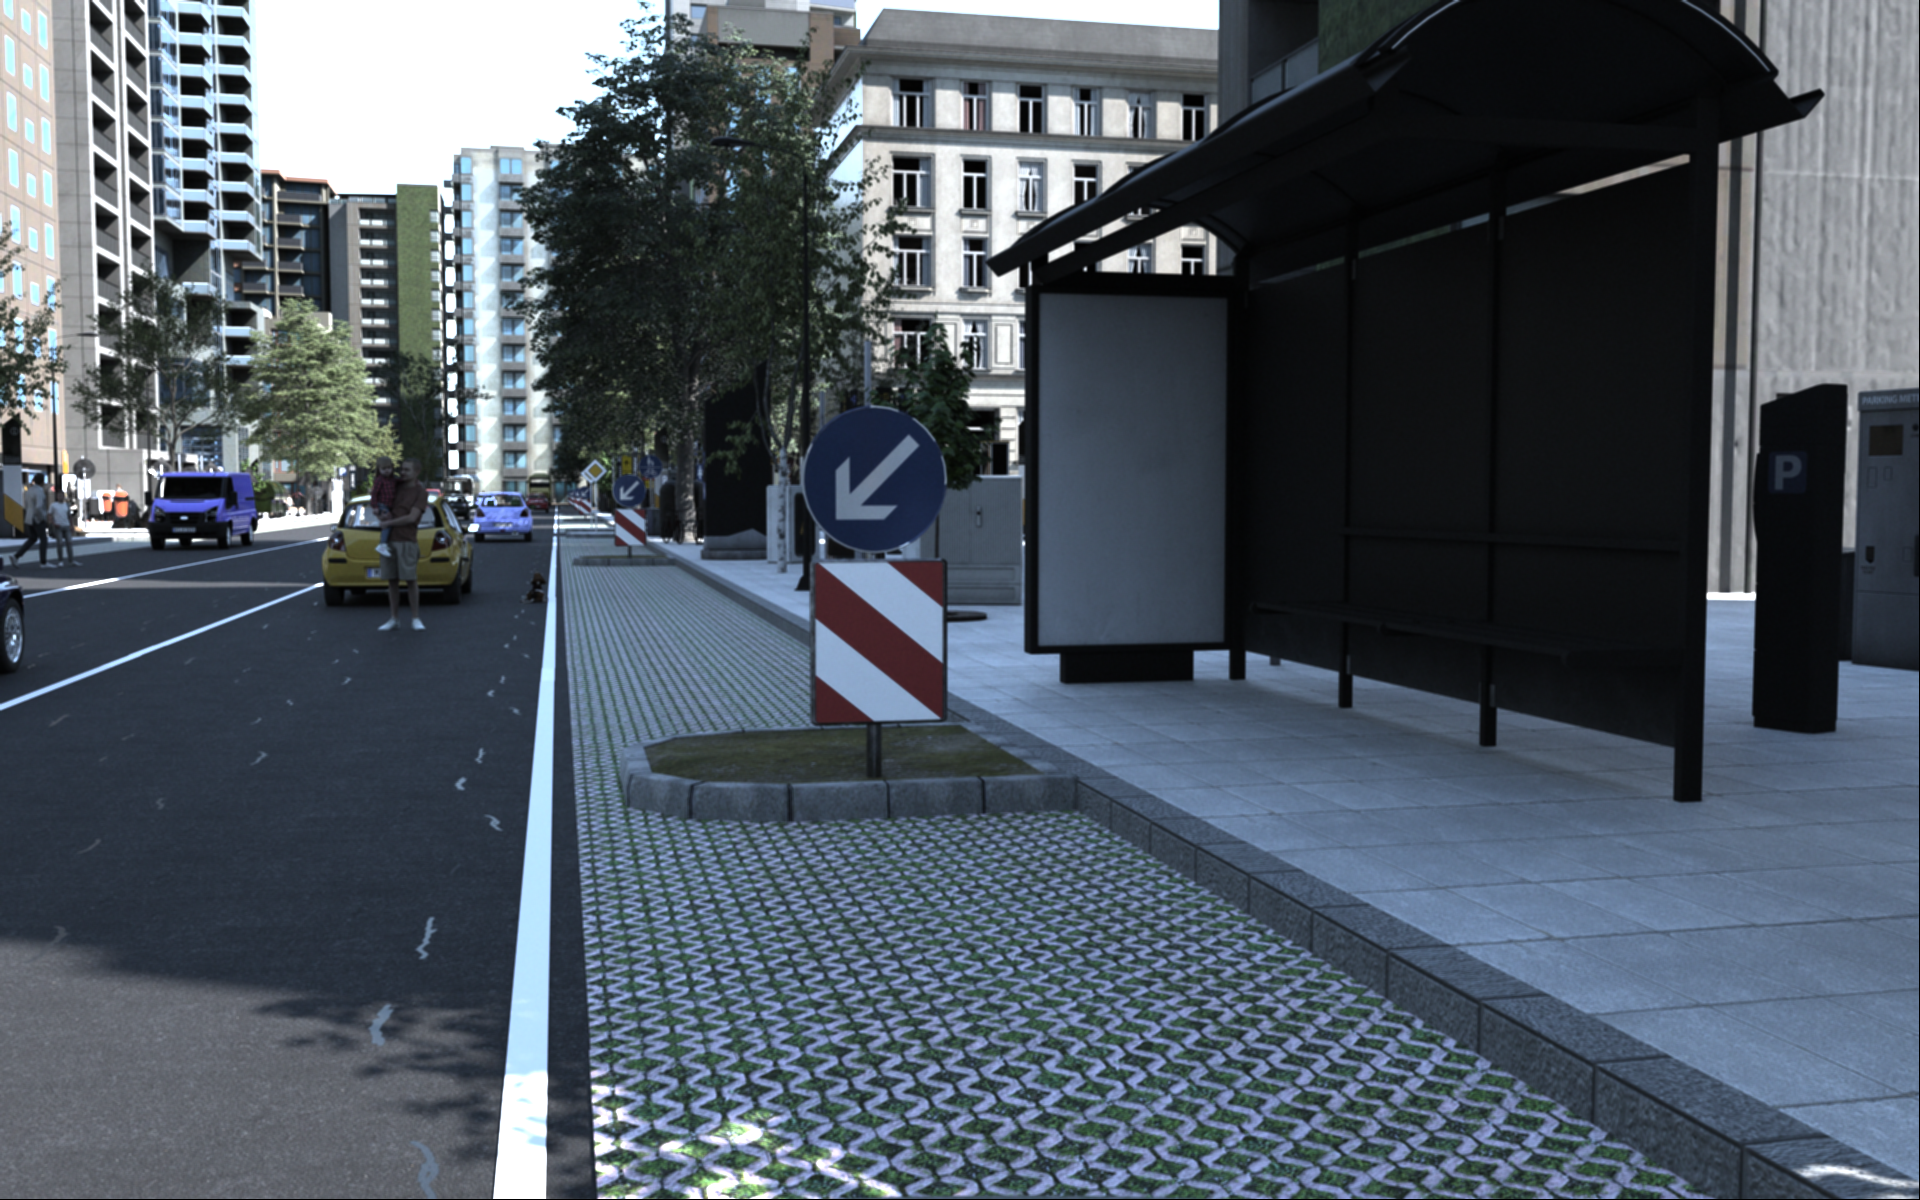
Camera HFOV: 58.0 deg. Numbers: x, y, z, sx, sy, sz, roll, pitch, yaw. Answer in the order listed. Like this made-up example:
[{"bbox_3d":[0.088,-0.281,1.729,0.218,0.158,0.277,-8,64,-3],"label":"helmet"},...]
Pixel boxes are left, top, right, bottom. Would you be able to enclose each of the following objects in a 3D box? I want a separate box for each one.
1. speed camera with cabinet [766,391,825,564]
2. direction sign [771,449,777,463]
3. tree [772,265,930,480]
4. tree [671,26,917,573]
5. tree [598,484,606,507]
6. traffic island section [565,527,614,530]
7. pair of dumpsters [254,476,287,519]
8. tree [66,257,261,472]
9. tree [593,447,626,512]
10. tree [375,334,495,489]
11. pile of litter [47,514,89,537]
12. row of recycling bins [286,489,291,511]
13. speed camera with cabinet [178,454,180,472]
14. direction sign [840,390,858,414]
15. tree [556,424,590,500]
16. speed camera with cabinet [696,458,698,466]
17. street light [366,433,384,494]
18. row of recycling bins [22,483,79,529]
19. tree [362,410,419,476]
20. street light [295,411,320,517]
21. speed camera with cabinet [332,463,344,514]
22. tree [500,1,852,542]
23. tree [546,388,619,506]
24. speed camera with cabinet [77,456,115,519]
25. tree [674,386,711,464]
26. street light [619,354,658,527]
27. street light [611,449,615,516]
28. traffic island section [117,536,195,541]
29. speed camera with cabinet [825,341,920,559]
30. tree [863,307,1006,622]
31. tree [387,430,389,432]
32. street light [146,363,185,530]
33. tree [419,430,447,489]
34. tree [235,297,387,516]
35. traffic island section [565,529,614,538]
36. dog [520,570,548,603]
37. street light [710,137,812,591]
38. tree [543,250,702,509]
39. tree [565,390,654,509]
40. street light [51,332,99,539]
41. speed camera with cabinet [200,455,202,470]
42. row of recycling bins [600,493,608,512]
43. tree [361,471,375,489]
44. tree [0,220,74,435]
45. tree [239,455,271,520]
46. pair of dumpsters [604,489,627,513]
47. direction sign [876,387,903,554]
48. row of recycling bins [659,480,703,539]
[{"bbox_3d":[-2.836,-2.347,32.714,0.660,3.252,2.038,2,4,30],"label":"speed camera with cabinet"},{"bbox_3d":[-8.737,-5.452,81.140,0.379,3.537,0.876,-2,4,-31],"label":"direction sign"},{"bbox_3d":[-3.098,-6.479,56.292,4.360,8.622,3.978,0,3,0],"label":"tree"},{"bbox_3d":[-2.838,-4.766,28.287,4.737,8.622,4.395,0,3,0],"label":"tree"},{"bbox_3d":[-24.927,-7.769,121.618,1.663,3.219,1.824,0,3,0],"label":"tree"},{"bbox_3d":[-13.769,-2.609,64.942,2.009,0.180,2.903,-1,4,-13],"label":"traffic island section"},{"bbox_3d":[-35.996,-5.337,89.756,1.574,2.255,4.437,-1,4,-13],"label":"pair of dumpsters"},{"bbox_3d":[-31.774,-8.242,69.170,8.767,10.594,7.601,3,5,41],"label":"tree"},{"bbox_3d":[-22.029,-7.701,109.626,4.285,4.588,4.351,0,3,0],"label":"tree"},{"bbox_3d":[-61.510,-21.282,203.855,12.611,20.169,13.585,0,3,0],"label":"tree"},{"bbox_3d":[-26.926,-2.349,52.373,1.176,0.858,1.719,0,4,3],"label":"pile of litter"},{"bbox_3d":[-51.985,-7.642,132.066,1.069,1.692,3.534,-3,5,-42],"label":"row of recycling bins"},{"bbox_3d":[-39.154,-5.651,86.723,0.660,3.252,2.038,-1,4,-15],"label":"speed camera with cabinet"},{"bbox_3d":[-2.436,-2.815,38.023,0.379,3.537,0.876,-2,4,-27],"label":"direction sign"},{"bbox_3d":[-44.107,-17.121,205.682,9.928,11.665,9.643,0,3,0],"label":"tree"},{"bbox_3d":[-13.898,-5.978,92.076,0.660,3.252,2.038,1,4,11],"label":"speed camera with cabinet"},{"bbox_3d":[-44.246,-9.688,130.946,1.470,5.913,1.316,-1,4,-13],"label":"street light"},{"bbox_3d":[-33.960,-3.472,63.886,1.069,1.692,3.534,1,4,10],"label":"row of recycling bins"},{"bbox_3d":[-49.861,-12.176,149.433,4.737,8.622,4.395,0,3,0],"label":"tree"},{"bbox_3d":[-36.306,-7.573,96.367,1.470,5.913,1.316,-1,4,-13],"label":"street light"},{"bbox_3d":[-39.921,-7.142,111.100,0.660,3.252,2.038,-1,4,-16],"label":"speed camera with cabinet"},{"bbox_3d":[-7.358,-8.560,46.607,9.857,13.997,8.962,0,3,0],"label":"tree"},{"bbox_3d":[-38.896,-16.261,182.869,9.611,12.733,9.660,0,3,0],"label":"tree"},{"bbox_3d":[-45.307,-5.884,90.531,0.660,3.252,2.038,2,4,30],"label":"speed camera with cabinet"},{"bbox_3d":[-16.807,-9.826,111.011,4.360,8.622,3.978,0,3,0],"label":"tree"},{"bbox_3d":[-10.567,-5.188,57.361,1.470,5.913,1.316,-1,4,-13],"label":"street light"},{"bbox_3d":[-12.987,-5.840,68.017,1.470,5.913,1.316,-1,4,-13],"label":"street light"},{"bbox_3d":[-24.958,-1.950,54.158,2.009,0.180,2.903,-1,4,-13],"label":"traffic island section"},{"bbox_3d":[-0.694,-1.753,22.999,2.038,3.252,0.660,-2,4,-30],"label":"speed camera with cabinet"},{"bbox_3d":[-0.146,-1.422,17.853,1.663,3.219,1.824,0,3,0],"label":"tree"},{"bbox_3d":[-43.199,-12.297,119.188,7.486,12.596,7.792,0,3,0],"label":"tree"},{"bbox_3d":[-28.236,-5.444,61.549,1.470,5.913,1.316,-1,4,-13],"label":"street light"},{"bbox_3d":[-59.909,-14.934,194.527,4.737,8.622,4.395,0,3,0],"label":"tree"},{"bbox_3d":[-38.064,-11.166,100.693,7.486,12.596,7.792,0,3,0],"label":"tree"},{"bbox_3d":[-11.961,-2.134,57.164,2.009,0.180,2.903,-1,4,-13],"label":"traffic island section"},{"bbox_3d":[-5.727,-0.177,23.088,0.550,0.427,0.748,2,4,31],"label":"dog"},{"bbox_3d":[-2.561,-3.074,22.797,1.470,5.913,1.316,-1,4,-13],"label":"street light"},{"bbox_3d":[-15.422,-9.908,80.118,7.486,12.596,7.792,0,3,0],"label":"tree"},{"bbox_3d":[-30.641,-13.249,151.025,8.767,10.594,7.601,2,4,30],"label":"tree"},{"bbox_3d":[-25.406,-4.722,49.741,1.470,5.913,1.316,-1,4,-13],"label":"street light"},{"bbox_3d":[-38.541,-5.814,89.393,0.660,3.252,2.038,3,5,40],"label":"speed camera with cabinet"},{"bbox_3d":[-26.126,-7.390,127.932,1.069,1.692,3.534,-1,4,-13],"label":"row of recycling bins"},{"bbox_3d":[-48.399,-9.022,142.112,1.663,3.219,1.824,0,3,0],"label":"tree"},{"bbox_3d":[-25.783,-5.821,45.530,4.737,8.622,4.395,0,3,0],"label":"tree"},{"bbox_3d":[-34.918,-5.516,84.795,1.663,3.219,1.824,0,3,0],"label":"tree"},{"bbox_3d":[-23.314,-7.046,117.696,1.574,2.255,4.437,-1,4,-13],"label":"pair of dumpsters"},{"bbox_3d":[-1.387,-2.746,36.892,0.876,3.537,0.379,-2,4,-28],"label":"direction sign"},{"bbox_3d":[-7.406,-2.649,50.417,3.534,1.692,1.069,3,4,36],"label":"row of recycling bins"}]
